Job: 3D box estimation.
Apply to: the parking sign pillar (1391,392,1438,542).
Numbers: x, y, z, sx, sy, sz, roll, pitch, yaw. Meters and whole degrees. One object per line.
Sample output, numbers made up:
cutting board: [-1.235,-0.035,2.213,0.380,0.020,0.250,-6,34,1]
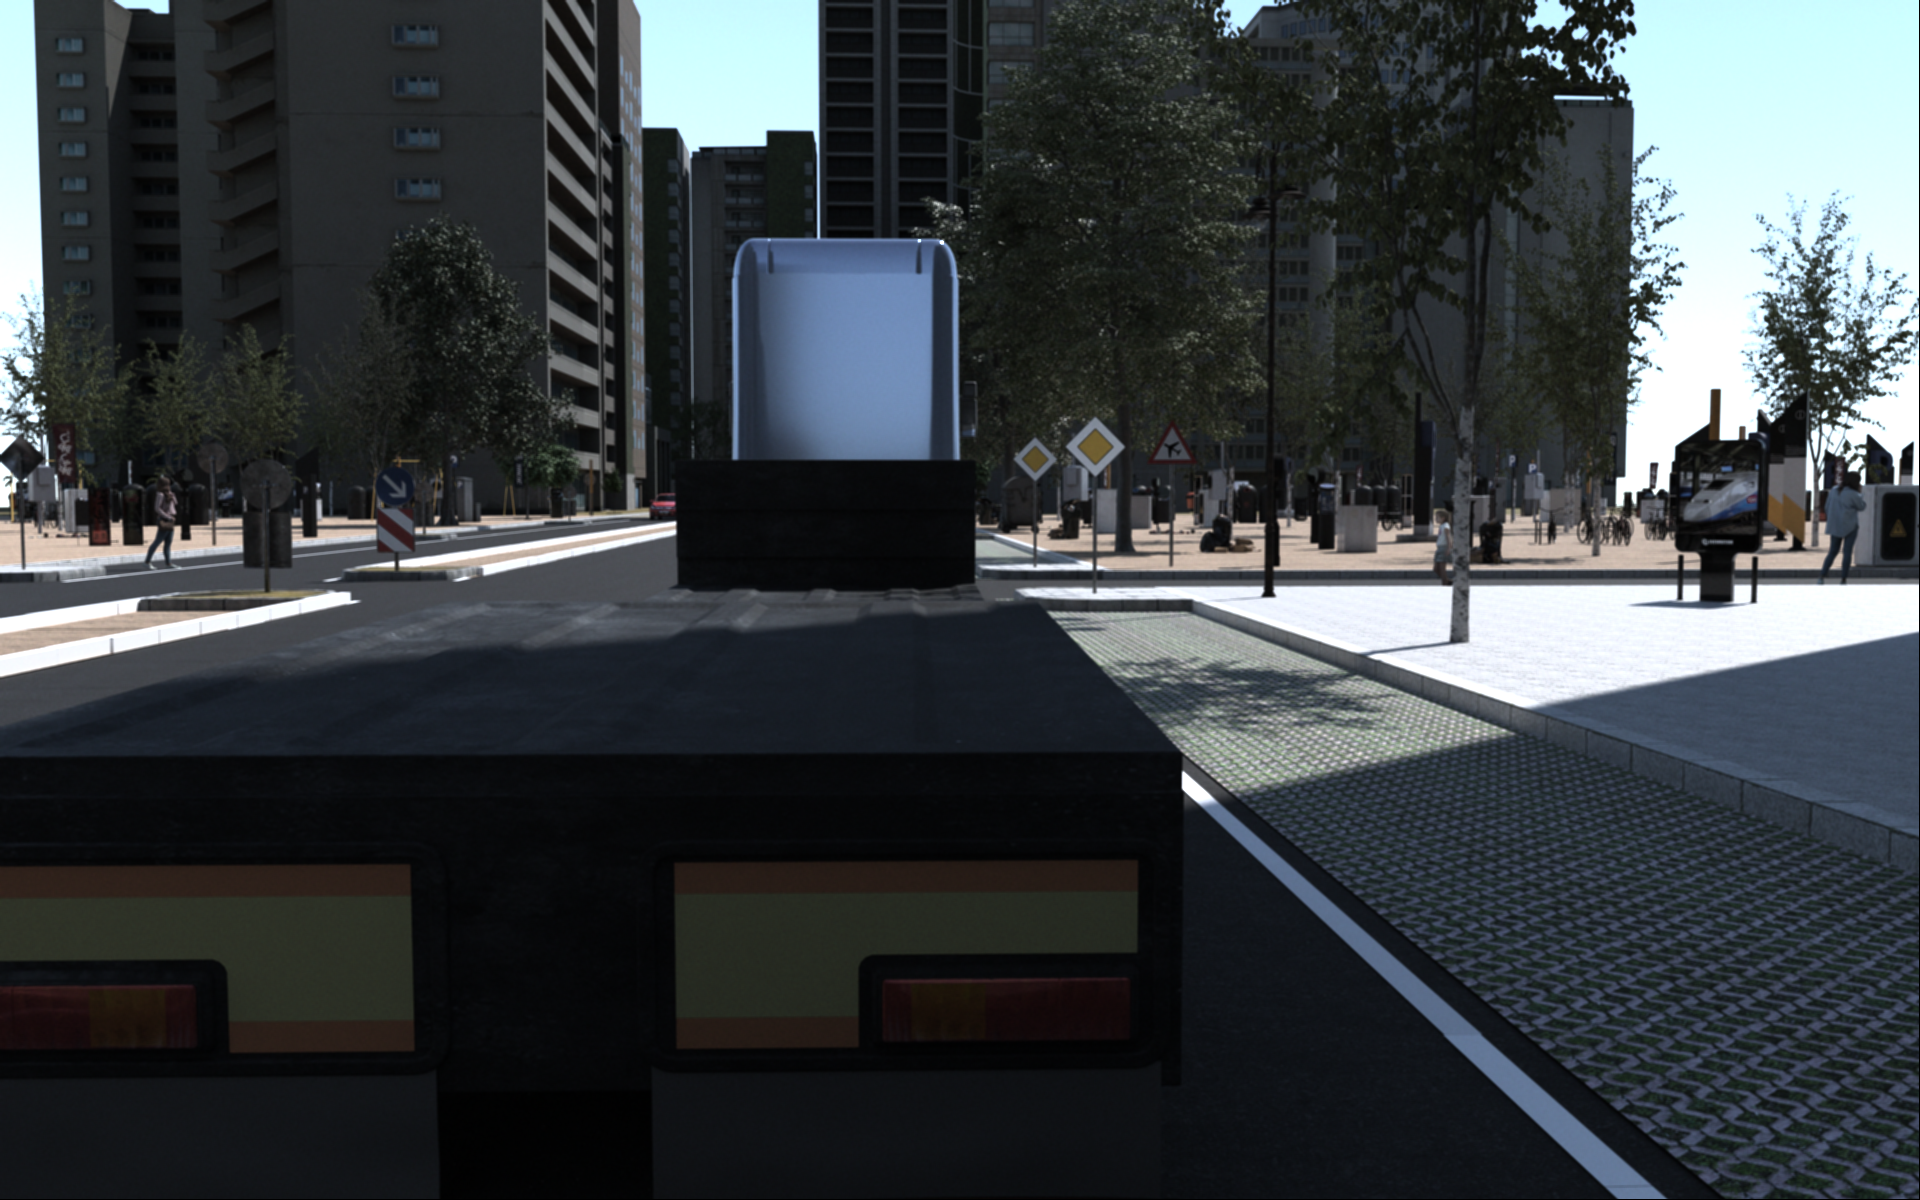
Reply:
parking sign pillar: [12.482,-3.551,46.531,1.447,3.967,1.447,1,4,20]

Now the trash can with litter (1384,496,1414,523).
trash can with litter: [19.821,-4.085,77.844,2.233,1.210,1.678,1,4,22]

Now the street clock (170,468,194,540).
street clock: [-21.569,-2.669,48.201,0.358,2.002,0.471,3,4,36]

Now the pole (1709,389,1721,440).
pole: [14.612,-2.431,33.584,0.158,3.312,0.155,0,3,0]

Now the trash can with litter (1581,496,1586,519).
trash can with litter: [31.847,-4.704,88.290,0.624,1.170,1.055,0,4,5]

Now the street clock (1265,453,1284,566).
street clock: [5.576,-1.601,30.748,0.358,2.002,0.471,0,4,-2]

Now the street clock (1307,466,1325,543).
street clock: [9.267,-2.479,45.099,0.358,2.002,0.471,-2,4,-27]

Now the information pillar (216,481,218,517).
information pillar: [-40.428,-5.462,93.798,0.304,2.012,0.304,0,4,8]

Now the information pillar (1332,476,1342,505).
information pillar: [15.344,-4.040,70.545,0.304,2.012,0.304,2,4,31]

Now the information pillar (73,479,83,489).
information pillar: [-42.223,-4.798,82.937,0.304,2.012,0.304,0,4,7]

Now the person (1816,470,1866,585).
person: [13.570,-1.096,26.689,0.793,1.790,0.793,2,4,27]

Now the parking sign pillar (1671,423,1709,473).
parking sign pillar: [27.676,-4.719,65.630,1.447,3.967,1.447,0,4,-1]

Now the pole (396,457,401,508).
pole: [-27.076,-5.486,83.543,0.158,3.312,0.155,0,3,0]

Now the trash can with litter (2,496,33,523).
trash can with litter: [-41.748,-4.013,76.663,1.678,1.210,2.233,-1,4,-14]

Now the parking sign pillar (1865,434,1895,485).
parking sign pillar: [41.213,-5.451,77.602,1.447,3.967,1.447,-1,4,-20]

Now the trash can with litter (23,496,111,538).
trash can with litter: [-26.394,-2.465,51.357,2.233,1.210,1.678,-2,4,-34]

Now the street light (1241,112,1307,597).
street light: [3.851,-2.975,21.423,0.468,5.910,1.993,0,4,-3]

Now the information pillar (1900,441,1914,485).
information pillar: [41.286,-5.147,75.501,0.504,3.616,0.183,1,4,18]

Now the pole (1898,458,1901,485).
pole: [53.235,-6.376,98.092,0.158,3.312,0.155,0,3,0]

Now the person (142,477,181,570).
person: [-15.185,-1.456,32.893,0.643,1.750,0.593,-1,4,-16]

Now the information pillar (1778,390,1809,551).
information pillar: [18.919,-2.926,39.197,0.504,3.616,0.183,3,5,44]

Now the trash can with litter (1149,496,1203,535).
trash can with litter: [6.987,-2.741,55.872,2.233,1.210,1.678,-1,4,-23]

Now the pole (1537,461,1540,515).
pole: [35.503,-6.891,106.507,0.158,3.312,0.155,0,3,0]

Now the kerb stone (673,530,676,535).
kerb stone: [-9.976,-2.276,59.555,0.120,0.150,1.000,0,4,-3]

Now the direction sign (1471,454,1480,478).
direction sign: [28.985,-6.446,97.396,0.876,3.537,0.379,-3,5,-45]

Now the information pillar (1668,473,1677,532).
information pillar: [24.465,-3.355,59.339,0.304,2.012,0.304,2,4,33]

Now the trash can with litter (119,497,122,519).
trash can with litter: [-42.770,-4.655,87.162,1.678,1.210,2.233,0,4,4]

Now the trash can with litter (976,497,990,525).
trash can with litter: [1.119,-3.684,71.613,0.624,1.170,1.055,2,4,34]

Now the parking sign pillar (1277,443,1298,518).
parking sign pillar: [17.261,-6.310,91.647,1.447,3.967,1.447,2,4,34]

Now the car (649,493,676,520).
car: [-16.089,-5.325,96.097,2.155,1.783,4.494,0,4,-1]

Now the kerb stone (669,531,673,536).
kerb stone: [-9.918,-2.223,58.533,0.120,0.150,1.000,0,4,-3]

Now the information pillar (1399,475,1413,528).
information pillar: [16.894,-3.730,65.483,0.304,2.012,0.304,-1,4,-15]

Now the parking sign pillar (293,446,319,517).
parking sign pillar: [-36.442,-6.611,96.557,1.447,3.967,1.447,-3,4,-37]

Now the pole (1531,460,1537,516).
pole: [33.779,-6.630,102.246,0.158,3.312,0.155,0,3,0]

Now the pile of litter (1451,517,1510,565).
pile of litter: [9.645,-1.119,32.253,1.176,0.858,1.719,1,4,20]

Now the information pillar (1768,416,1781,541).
information pillar: [22.459,-3.434,47.494,0.504,3.616,0.183,2,4,26]

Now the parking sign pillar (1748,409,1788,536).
parking sign pillar: [25.060,-4.008,54.006,1.447,3.967,1.447,0,4,-1]

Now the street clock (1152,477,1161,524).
street clock: [8.346,-4.226,73.671,0.358,2.002,0.471,2,4,27]

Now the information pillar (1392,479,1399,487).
information pillar: [21.933,-5.052,87.099,0.304,2.012,0.304,-1,4,-13]

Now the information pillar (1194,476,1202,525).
information pillar: [9.752,-4.064,70.933,0.304,2.012,0.304,1,4,14]

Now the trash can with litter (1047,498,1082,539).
trash can with litter: [2.951,-2.327,49.426,1.055,1.170,0.624,3,5,41]

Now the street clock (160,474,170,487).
street clock: [-28.410,-3.511,61.971,0.358,2.002,0.471,-3,5,-41]

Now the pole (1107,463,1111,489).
pole: [7.528,-5.746,87.786,0.158,3.312,0.155,0,3,0]

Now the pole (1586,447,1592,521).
pole: [26.472,-4.836,72.912,0.158,3.312,0.155,0,3,0]

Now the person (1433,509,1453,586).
person: [6.995,-0.693,24.839,0.382,1.210,0.505,0,4,2]

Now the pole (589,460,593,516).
pole: [-21.861,-6.659,102.711,0.158,3.312,0.155,0,3,0]

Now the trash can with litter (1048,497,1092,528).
trash can with litter: [4.390,-3.313,65.224,2.233,1.210,1.678,2,4,35]

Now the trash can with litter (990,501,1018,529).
trash can with litter: [1.713,-3.155,62.967,0.624,1.170,1.055,-2,4,-27]

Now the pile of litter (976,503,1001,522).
pile of litter: [1.289,-4.075,80.592,1.719,0.858,1.176,-3,5,-45]

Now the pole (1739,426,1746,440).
pole: [23.339,-3.542,51.754,0.158,3.312,0.155,0,3,0]

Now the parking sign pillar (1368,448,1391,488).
parking sign pillar: [23.244,-6.561,95.740,1.447,3.967,1.447,0,4,-5]

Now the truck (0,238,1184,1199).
truck: [-1.046,-1.392,12.513,2.967,4.110,18.799,0,4,-2]

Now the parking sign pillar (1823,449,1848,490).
parking sign pillar: [51.781,-6.968,102.396,1.447,3.967,1.447,1,4,22]

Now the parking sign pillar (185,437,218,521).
parking sign pillar: [-35.942,-5.719,81.971,1.447,3.967,1.447,3,5,40]

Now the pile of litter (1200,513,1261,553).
pile of litter: [6.017,-1.491,38.343,1.719,0.858,1.176,-2,4,-28]
